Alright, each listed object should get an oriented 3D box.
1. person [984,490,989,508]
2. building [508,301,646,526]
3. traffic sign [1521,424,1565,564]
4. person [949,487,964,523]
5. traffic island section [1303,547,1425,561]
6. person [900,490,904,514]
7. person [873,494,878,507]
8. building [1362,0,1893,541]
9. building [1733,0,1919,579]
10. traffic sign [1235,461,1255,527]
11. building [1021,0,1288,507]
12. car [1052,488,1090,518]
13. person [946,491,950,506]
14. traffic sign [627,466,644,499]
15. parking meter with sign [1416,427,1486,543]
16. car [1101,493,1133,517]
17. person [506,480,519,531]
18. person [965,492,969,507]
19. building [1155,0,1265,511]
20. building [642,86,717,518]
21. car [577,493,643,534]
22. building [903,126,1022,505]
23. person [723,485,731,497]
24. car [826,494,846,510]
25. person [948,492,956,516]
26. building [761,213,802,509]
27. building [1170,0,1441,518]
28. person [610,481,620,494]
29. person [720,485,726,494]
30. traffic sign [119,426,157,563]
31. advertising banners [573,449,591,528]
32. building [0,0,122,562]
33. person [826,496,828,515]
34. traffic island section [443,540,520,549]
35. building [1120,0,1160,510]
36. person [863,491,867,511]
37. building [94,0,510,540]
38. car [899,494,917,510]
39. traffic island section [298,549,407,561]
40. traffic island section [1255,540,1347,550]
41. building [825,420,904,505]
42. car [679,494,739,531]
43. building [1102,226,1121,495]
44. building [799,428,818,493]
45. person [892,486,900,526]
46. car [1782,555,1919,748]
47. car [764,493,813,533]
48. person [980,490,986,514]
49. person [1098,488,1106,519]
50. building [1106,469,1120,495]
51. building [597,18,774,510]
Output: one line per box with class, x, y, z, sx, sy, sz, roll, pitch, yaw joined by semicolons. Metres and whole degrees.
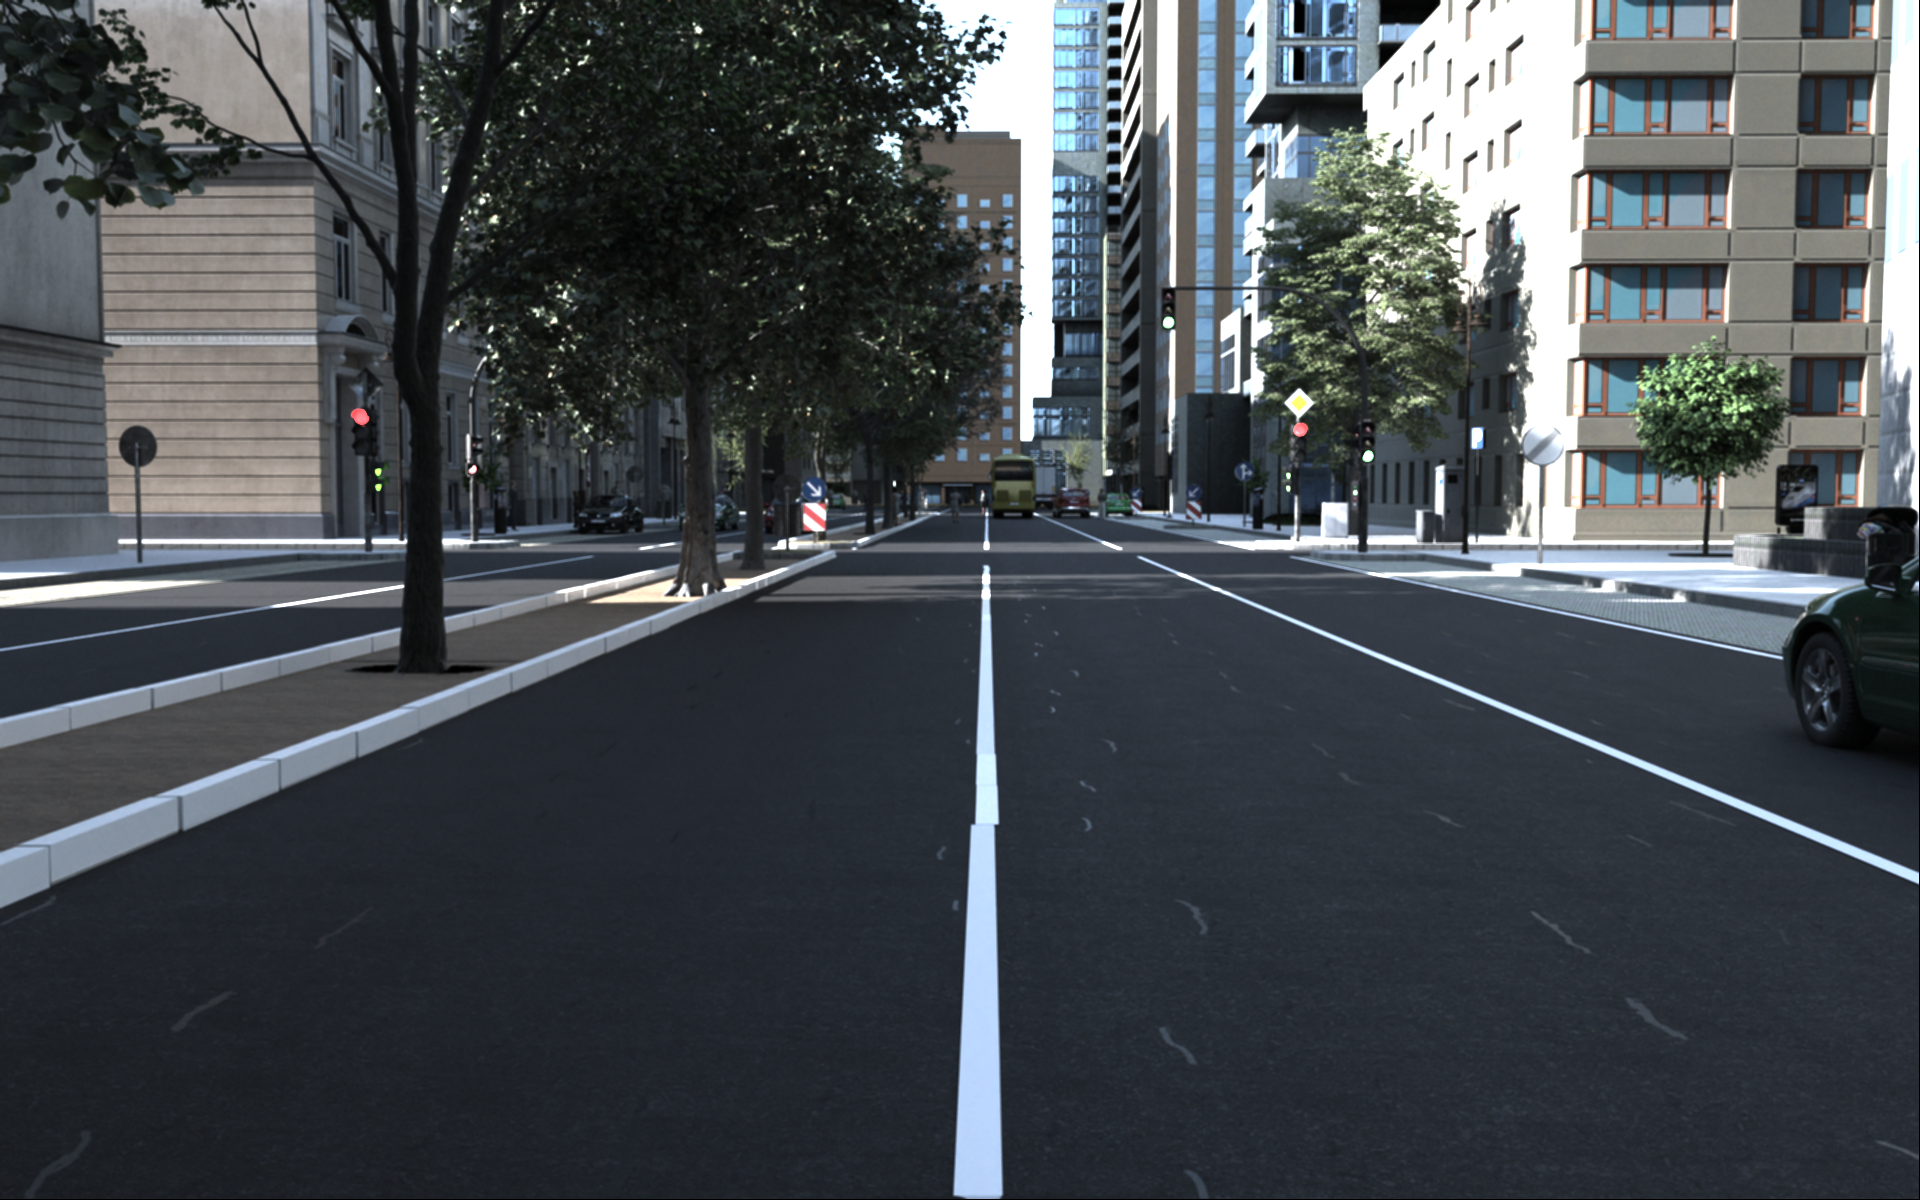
person;2.872;-10.784;184.808;0.705;1.826;1.348;-1;4;-13
building;-22.677;-17.298;80.093;12.463;27.353;25.104;0;4;1
traffic sign;10.593;-1.923;31.554;0.768;2.556;0.104;0;4;7
person;-0.167;-4.763;86.738;0.716;1.782;0.532;0;4;8
traffic island section;8.877;-0.970;38.144;2.009;0.180;2.903;0;4;1
person;-4.284;-7.211;126.849;0.568;1.767;0.683;0;4;-8
person;-10.010;-11.506;196.631;1.348;1.824;0.705;1;4;21
building;31.375;-13.148;60.013;28.899;21.520;27.650;0;4;1
building;23.169;-29.102;17.812;21.231;58.520;28.212;0;4;1
traffic sign;11.124;-4.130;67.638;0.768;2.556;0.104;0;4;5
building;22.999;-55.253;216.061;31.000;86.520;22.319;0;4;1
car;6.750;-5.905;105.212;2.281;1.827;5.304;0;4;0
person;-1.353;-11.128;191.265;0.721;1.723;1.217;0;4;7
traffic sign;-14.487;-4.720;77.282;0.768;2.556;0.104;0;4;6
parking meter with sign;12.831;-3.003;45.364;1.738;3.016;0.543;-1;4;-15
car;9.671;-5.999;106.881;1.959;1.807;4.718;0;4;1
person;-15.686;-3.307;60.533;0.534;1.772;0.576;-2;4;-35
person;0.783;-10.894;188.081;0.593;1.643;0.415;1;4;19
building;22.445;-29.399;130.785;14.600;45.320;14.200;0;4;1
building;-22.036;-17.408;102.639;12.078;24.808;19.932;0;4;1
car;-12.668;-3.246;62.863;2.009;1.686;4.222;0;4;1
building;0.330;-34.429;213.032;14.200;45.320;14.600;0;4;1
person;-11.590;-4.758;85.661;0.474;1.900;0.648;-3;4;-36
car;-11.197;-8.865;153.742;1.959;1.807;4.718;0;4;2
person;-0.385;-6.362;112.697;0.728;1.800;0.709;2;4;28
building;-22.266;-31.117;158.881;14.600;45.320;14.200;0;4;1
building;25.576;-48.342;103.058;22.319;86.520;31.000;0;4;1
person;-14.431;-4.063;72.380;0.836;1.842;0.656;-1;4;-9
person;-14.874;-6.252;108.270;0.555;1.821;0.388;2;4;29
traffic sign;-15.327;-1.969;32.293;0.768;2.556;0.104;1;4;9
advertising banners;-14.324;-4.253;65.716;0.090;3.025;2.074;0;4;6
building;-27.172;-10.236;31.986;19.286;19.102;10.561;0;4;1
person;-9.313;-6.588;120.468;0.306;1.304;0.590;0;4;4
traffic island section;-13.037;-1.480;46.475;2.009;0.180;2.903;0;4;1
building;25.302;-32.115;148.780;21.300;48.544;21.600;0;4;1
person;-8.086;-8.554;149.283;0.541;1.710;0.530;-1;4;-19
building;-23.920;-16.611;57.499;13.634;28.700;20.117;0;4;1
car;-4.823;-8.702;154.068;2.131;1.459;4.920;0;3;0
traffic island section;-13.161;-0.991;38.491;2.009;0.180;2.903;0;4;1
traffic island section;9.002;-1.459;46.128;2.009;0.180;2.903;0;4;1
building;-18.672;-32.470;222.773;23.993;40.220;32.217;0;4;1
car;-9.917;-3.481;68.712;2.131;1.459;4.920;0;4;2
building;22.397;-25.448;187.774;14.160;30.474;14.107;0;4;1
building;-30.026;-20.611;182.022;28.899;21.520;27.650;0;4;1
person;-2.900;-4.133;76.433;0.532;1.782;0.716;1;4;23
car;5.774;0.208;8.405;2.131;1.459;4.920;0;4;1
car;-6.210;-3.394;64.528;2.155;1.783;4.494;0;3;0
person;1.564;-6.939;122.735;0.721;1.735;1.217;0;4;6
person;8.079;-5.456;98.259;0.519;1.759;0.362;2;4;28
building;25.385;-44.704;169.156;20.563;71.187;20.611;0;4;1
building;-27.724;-31.618;136.563;23.786;49.044;30.456;0;4;1
